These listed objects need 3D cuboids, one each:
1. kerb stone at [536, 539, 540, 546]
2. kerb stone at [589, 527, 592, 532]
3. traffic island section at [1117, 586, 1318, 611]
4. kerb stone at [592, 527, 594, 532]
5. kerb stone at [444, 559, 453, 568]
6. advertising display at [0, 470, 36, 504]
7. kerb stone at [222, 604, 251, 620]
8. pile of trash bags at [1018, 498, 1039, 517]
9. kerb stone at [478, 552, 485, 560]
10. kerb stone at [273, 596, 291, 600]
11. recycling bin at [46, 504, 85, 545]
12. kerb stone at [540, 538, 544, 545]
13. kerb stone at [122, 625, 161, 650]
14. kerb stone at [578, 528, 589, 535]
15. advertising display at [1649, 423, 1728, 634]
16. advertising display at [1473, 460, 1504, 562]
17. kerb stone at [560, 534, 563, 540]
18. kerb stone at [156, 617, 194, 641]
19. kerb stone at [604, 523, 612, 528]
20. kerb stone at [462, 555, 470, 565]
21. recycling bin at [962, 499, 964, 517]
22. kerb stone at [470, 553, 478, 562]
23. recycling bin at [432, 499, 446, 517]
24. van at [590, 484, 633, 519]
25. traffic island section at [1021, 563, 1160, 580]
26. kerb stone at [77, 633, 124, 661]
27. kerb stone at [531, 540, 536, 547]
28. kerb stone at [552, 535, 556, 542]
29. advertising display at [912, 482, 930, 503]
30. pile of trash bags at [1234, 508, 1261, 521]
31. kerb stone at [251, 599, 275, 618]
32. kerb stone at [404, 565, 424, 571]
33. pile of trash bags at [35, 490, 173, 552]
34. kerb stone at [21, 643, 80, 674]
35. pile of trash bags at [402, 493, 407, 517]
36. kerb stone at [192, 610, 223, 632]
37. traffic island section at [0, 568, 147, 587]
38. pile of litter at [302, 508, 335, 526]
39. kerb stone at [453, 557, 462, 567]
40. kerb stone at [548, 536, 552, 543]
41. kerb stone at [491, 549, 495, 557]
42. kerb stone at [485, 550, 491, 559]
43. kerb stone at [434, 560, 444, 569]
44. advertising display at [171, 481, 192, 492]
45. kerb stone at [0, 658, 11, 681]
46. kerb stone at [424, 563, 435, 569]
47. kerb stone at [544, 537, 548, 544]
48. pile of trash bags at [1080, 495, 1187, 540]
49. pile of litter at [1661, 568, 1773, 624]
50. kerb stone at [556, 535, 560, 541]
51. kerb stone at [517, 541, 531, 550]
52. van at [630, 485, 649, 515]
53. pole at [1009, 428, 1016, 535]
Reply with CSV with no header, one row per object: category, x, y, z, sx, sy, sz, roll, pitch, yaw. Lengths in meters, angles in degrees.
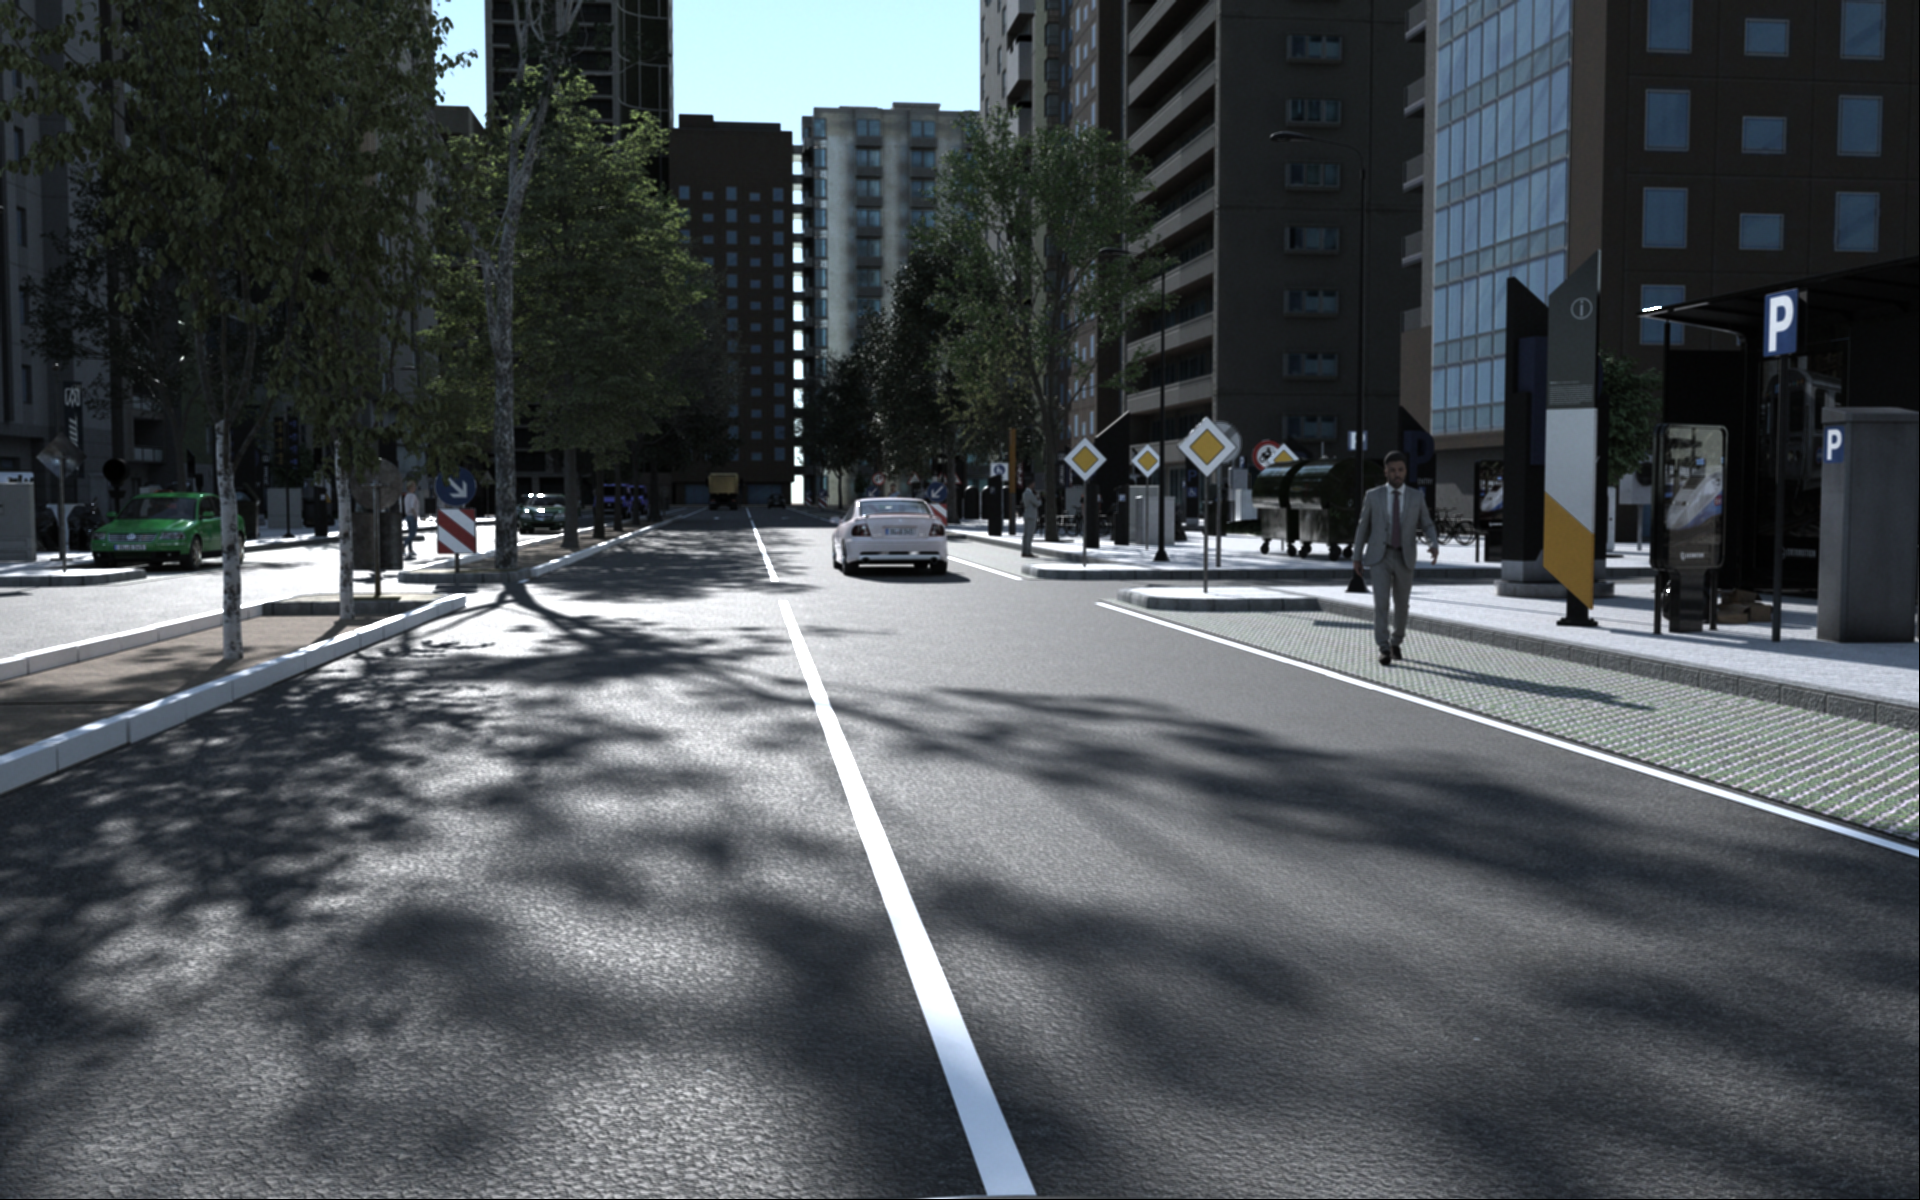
kerb stone,-11.674,-1.536,47.325,0.120,0.150,1.000,0,4,-7
kerb stone,-13.724,-2.532,63.597,0.120,0.150,1.000,0,4,-7
traffic island section,3.206,-0.013,22.498,2.009,0.180,2.903,0,4,-7
kerb stone,-13.850,-2.591,64.617,0.120,0.150,1.000,0,4,-7
kerb stone,-9.876,-0.665,33.069,0.120,0.150,1.000,0,4,-7
advertising display,-25.466,-2.539,46.720,0.974,1.923,0.123,-2,4,-34
kerb stone,-8.129,0.178,19.278,0.120,0.150,1.000,0,4,-7
pile of trash bags,4.854,-5.327,96.841,3.447,1.369,1.912,1,4,14
kerb stone,-10.384,-0.911,37.149,0.120,0.150,1.000,0,4,-7
kerb stone,-8.386,0.054,21.306,0.120,0.150,1.000,0,4,-7
recycling bin,-22.782,-1.938,44.246,0.722,1.027,0.722,1,4,14
kerb stone,-11.795,-1.596,48.342,0.120,0.150,1.000,0,4,-7
kerb stone,-7.740,0.373,16.218,0.120,0.150,1.000,0,4,-7
kerb stone,-13.603,-2.470,62.581,0.120,0.150,1.000,0,4,-7
advertising display,6.754,-0.663,16.058,0.974,1.923,0.123,-2,4,-33
advertising display,10.104,-1.685,32.769,0.974,1.923,0.123,-2,4,-31
kerb stone,-12.445,-1.911,53.435,0.120,0.150,1.000,0,4,-7
kerb stone,-7.869,0.303,17.243,0.120,0.150,1.000,0,4,-7
kerb stone,-15.014,-3.154,73.762,0.120,0.150,1.000,0,4,-7
kerb stone,-10.126,-0.787,35.114,0.120,0.150,1.000,0,4,-7
recycling bin,-0.261,-5.230,98.065,0.722,1.027,0.722,3,5,41
kerb stone,-10.256,-0.853,36.135,0.120,0.150,1.000,0,4,-7
recycling bin,-29.402,-5.205,97.655,0.722,1.027,0.722,-1,4,-12
van,-20.033,-5.843,99.919,2.240,2.365,5.245,0,4,-7
traffic island section,2.205,-0.498,30.421,2.009,0.180,2.903,0,4,-7
kerb stone,-7.606,0.430,15.202,0.120,0.150,1.000,0,4,-7
kerb stone,-11.539,-1.475,46.309,0.120,0.150,1.000,0,4,-7
kerb stone,-12.184,-1.785,51.400,0.120,0.150,1.000,0,4,-7
advertising display,-2.054,-5.287,91.655,0.974,1.923,0.123,-2,4,-23
pile of trash bags,10.891,-3.415,65.583,3.447,1.369,1.912,-1,4,-19
kerb stone,-8.251,0.116,20.293,0.120,0.150,1.000,0,4,-7
kerb stone,-9.480,-0.476,30.002,0.120,0.150,1.000,0,4,-7
pile of trash bags,-19.639,-1.814,39.409,3.447,1.369,1.912,-1,4,-22
kerb stone,-7.485,0.490,14.186,0.120,0.150,1.000,0,4,-7
pile of trash bags,-31.519,-5.361,97.404,1.912,1.369,3.447,0,4,-7
kerb stone,-8.004,0.241,18.259,0.120,0.150,1.000,0,4,-7
traffic island section,-14.653,-0.368,28.304,2.009,0.180,2.903,0,4,-7
pile of litter,-26.006,-3.424,69.947,1.176,0.858,1.719,3,5,41
kerb stone,-9.997,-0.724,34.088,0.120,0.150,1.000,0,4,-7
kerb stone,-12.056,-1.724,50.381,0.120,0.150,1.000,0,4,-7
kerb stone,-10.636,-1.035,39.183,0.120,0.150,1.000,0,4,-7
kerb stone,-10.520,-0.975,38.167,0.120,0.150,1.000,0,4,-7
kerb stone,-9.741,-0.603,32.055,0.120,0.150,1.000,0,4,-7
advertising display,-38.700,-4.949,86.126,0.974,1.923,0.123,0,4,-4
kerb stone,-7.362,0.561,13.172,0.120,0.150,1.000,0,4,-7
kerb stone,-9.612,-0.538,31.030,0.120,0.150,1.000,0,4,-7
kerb stone,-11.920,-1.662,49.365,0.120,0.150,1.000,0,4,-7
pile of trash bags,4.716,-2.365,48.428,1.912,1.369,3.447,-3,5,-45
pile of litter,7.852,-0.235,17.804,1.719,0.858,1.176,-3,4,-39
kerb stone,-12.310,-1.848,52.422,0.120,0.150,1.000,0,4,-7
kerb stone,-11.417,-1.413,45.294,0.120,0.150,1.000,0,4,-7
van,-22.633,-7.049,119.630,2.240,2.365,5.245,0,4,-7
pole,1.632,-3.674,53.913,0.158,3.312,0.155,0,3,0
